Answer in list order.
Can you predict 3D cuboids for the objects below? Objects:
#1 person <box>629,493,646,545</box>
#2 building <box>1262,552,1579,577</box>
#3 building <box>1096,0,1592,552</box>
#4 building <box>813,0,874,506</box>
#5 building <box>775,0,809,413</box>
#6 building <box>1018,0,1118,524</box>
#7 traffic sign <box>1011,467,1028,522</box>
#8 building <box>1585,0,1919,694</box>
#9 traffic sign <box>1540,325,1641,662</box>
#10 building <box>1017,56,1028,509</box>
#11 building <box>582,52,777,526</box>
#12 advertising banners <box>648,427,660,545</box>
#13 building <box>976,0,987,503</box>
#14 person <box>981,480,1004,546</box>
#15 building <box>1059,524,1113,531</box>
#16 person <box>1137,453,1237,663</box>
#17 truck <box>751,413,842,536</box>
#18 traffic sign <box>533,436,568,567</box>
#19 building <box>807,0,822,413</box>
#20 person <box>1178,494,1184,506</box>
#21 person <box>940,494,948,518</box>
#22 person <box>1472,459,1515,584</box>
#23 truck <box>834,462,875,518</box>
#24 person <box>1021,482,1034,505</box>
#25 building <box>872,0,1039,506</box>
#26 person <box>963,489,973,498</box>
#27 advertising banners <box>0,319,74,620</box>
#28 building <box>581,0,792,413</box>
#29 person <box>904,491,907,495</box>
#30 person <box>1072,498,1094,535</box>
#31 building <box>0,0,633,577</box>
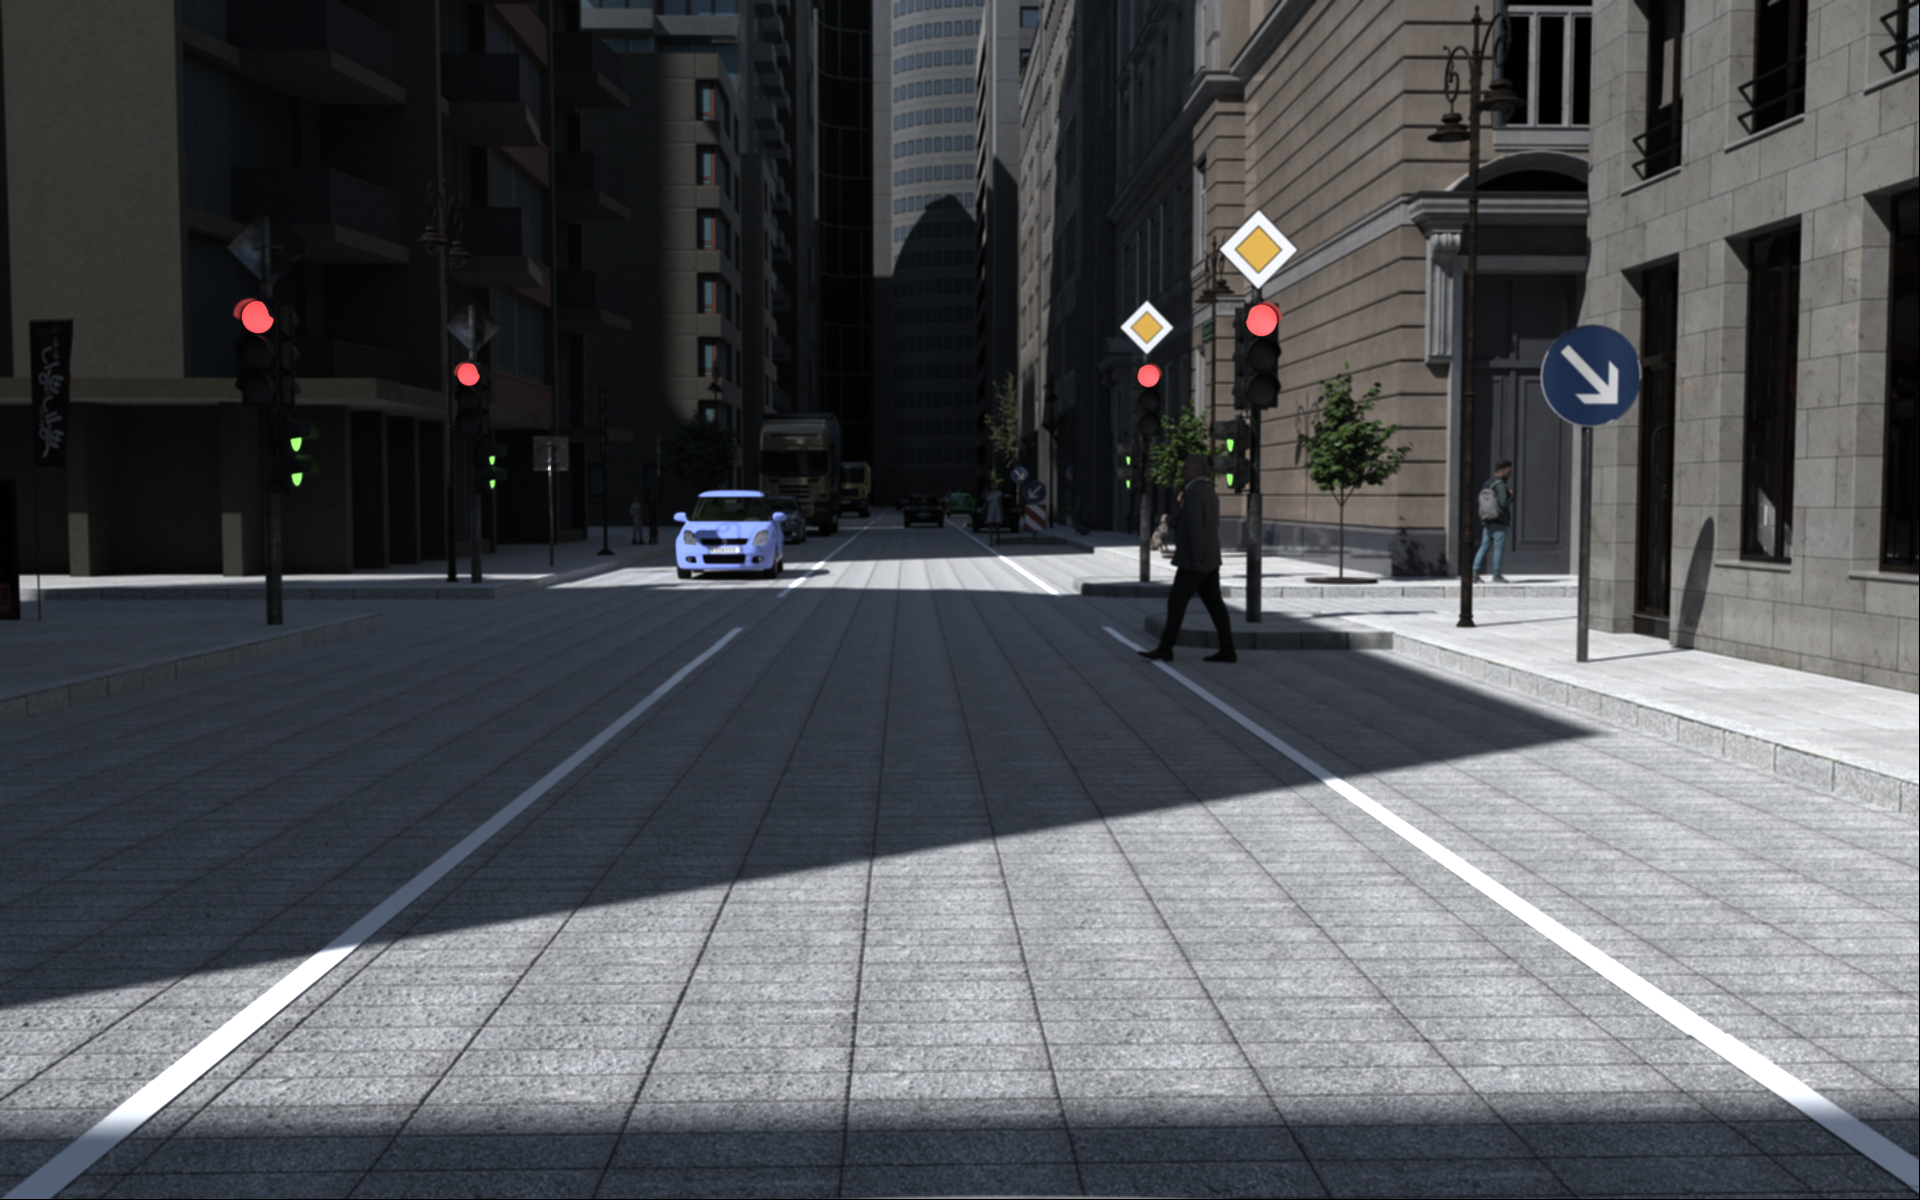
[{"bbox_3d":[-8.181,-2.060,44.002,0.394,1.301,0.425,1,4,17],"label":"person"},{"bbox_3d":[16.243,-15.083,32.520,20.117,28.700,13.634,0,4,-2],"label":"building"},{"bbox_3d":[11.777,-16.123,49.510,13.634,28.700,20.117,0,4,-2],"label":"building"},{"bbox_3d":[-20.027,-46.184,193.367,20.611,71.187,20.563,0,4,-2],"label":"building"},{"bbox_3d":[-19.358,-29.781,137.034,14.600,45.320,14.200,0,4,-2],"label":"building"},{"bbox_3d":[9.661,-16.651,90.263,12.078,24.808,19.932,0,4,-2],"label":"building"},{"bbox_3d":[2.759,-4.914,80.442,0.768,2.556,0.104,0,4,1],"label":"traffic sign"},{"bbox_3d":[11.411,-9.365,7.874,10.420,20.320,16.860,0,4,-2],"label":"building"},{"bbox_3d":[4.754,-0.798,13.154,0.768,2.556,0.104,0,4,-1],"label":"traffic sign"},{"bbox_3d":[10.818,-21.206,118.415,14.160,30.474,14.107,0,4,-2],"label":"building"},{"bbox_3d":[-23.676,-14.509,82.254,27.650,21.520,28.899,0,4,-2],"label":"building"},{"bbox_3d":[-7.868,-2.965,44.662,0.090,3.025,2.074,0,4,-2],"label":"advertising banners"},{"bbox_3d":[12.601,-33.062,164.260,21.300,48.544,21.600,0,4,-2],"label":"building"},{"bbox_3d":[0.888,-2.378,47.473,0.616,1.811,0.778,1,4,15],"label":"person"},{"bbox_3d":[9.903,-15.385,69.570,12.078,24.808,19.932,0,4,-2],"label":"building"},{"bbox_3d":[1.953,-0.360,14.791,0.834,1.777,0.661,1,4,17],"label":"person"},{"bbox_3d":[-5.675,-4.484,62.220,2.839,4.237,11.283,0,4,-2],"label":"truck"},{"bbox_3d":[-7.200,-1.735,30.489,0.606,2.300,0.079,0,4,0],"label":"traffic sign"},{"bbox_3d":[-27.102,-34.880,159.534,27.495,52.752,28.713,0,4,-2],"label":"building"},{"bbox_3d":[5.173,-2.019,39.036,0.573,1.828,0.580,0,4,-4],"label":"person"},{"bbox_3d":[-1.007,-5.639,103.880,0.628,1.438,0.799,-2,4,-26],"label":"person"},{"bbox_3d":[7.653,-1.122,24.742,0.721,1.781,0.623,-2,4,-26],"label":"person"},{"bbox_3d":[-6.858,-6.739,106.110,3.469,3.379,9.791,0,4,-1],"label":"truck"},{"bbox_3d":[2.994,-4.340,77.028,0.581,1.822,0.654,0,4,7],"label":"person"},{"bbox_3d":[4.373,-39.909,194.508,28.212,58.520,21.231,0,4,-2],"label":"building"},{"bbox_3d":[0.585,-9.458,161.391,1.217,1.735,0.721,0,4,-7],"label":"person"},{"bbox_3d":[-9.862,-1.313,17.655,2.074,3.025,0.090,1,4,15],"label":"advertising banners"},{"bbox_3d":[-22.868,-30.270,114.520,23.786,49.044,30.456,0,4,-2],"label":"building"},{"bbox_3d":[-4.854,-9.093,157.884,0.721,1.735,1.217,1,4,22],"label":"person"},{"bbox_3d":[3.904,-2.608,54.181,0.738,1.151,1.012,1,4,14],"label":"person"},{"bbox_3d":[-19.809,-23.488,38.657,22.147,44.769,28.867,0,4,-2],"label":"building"}]
